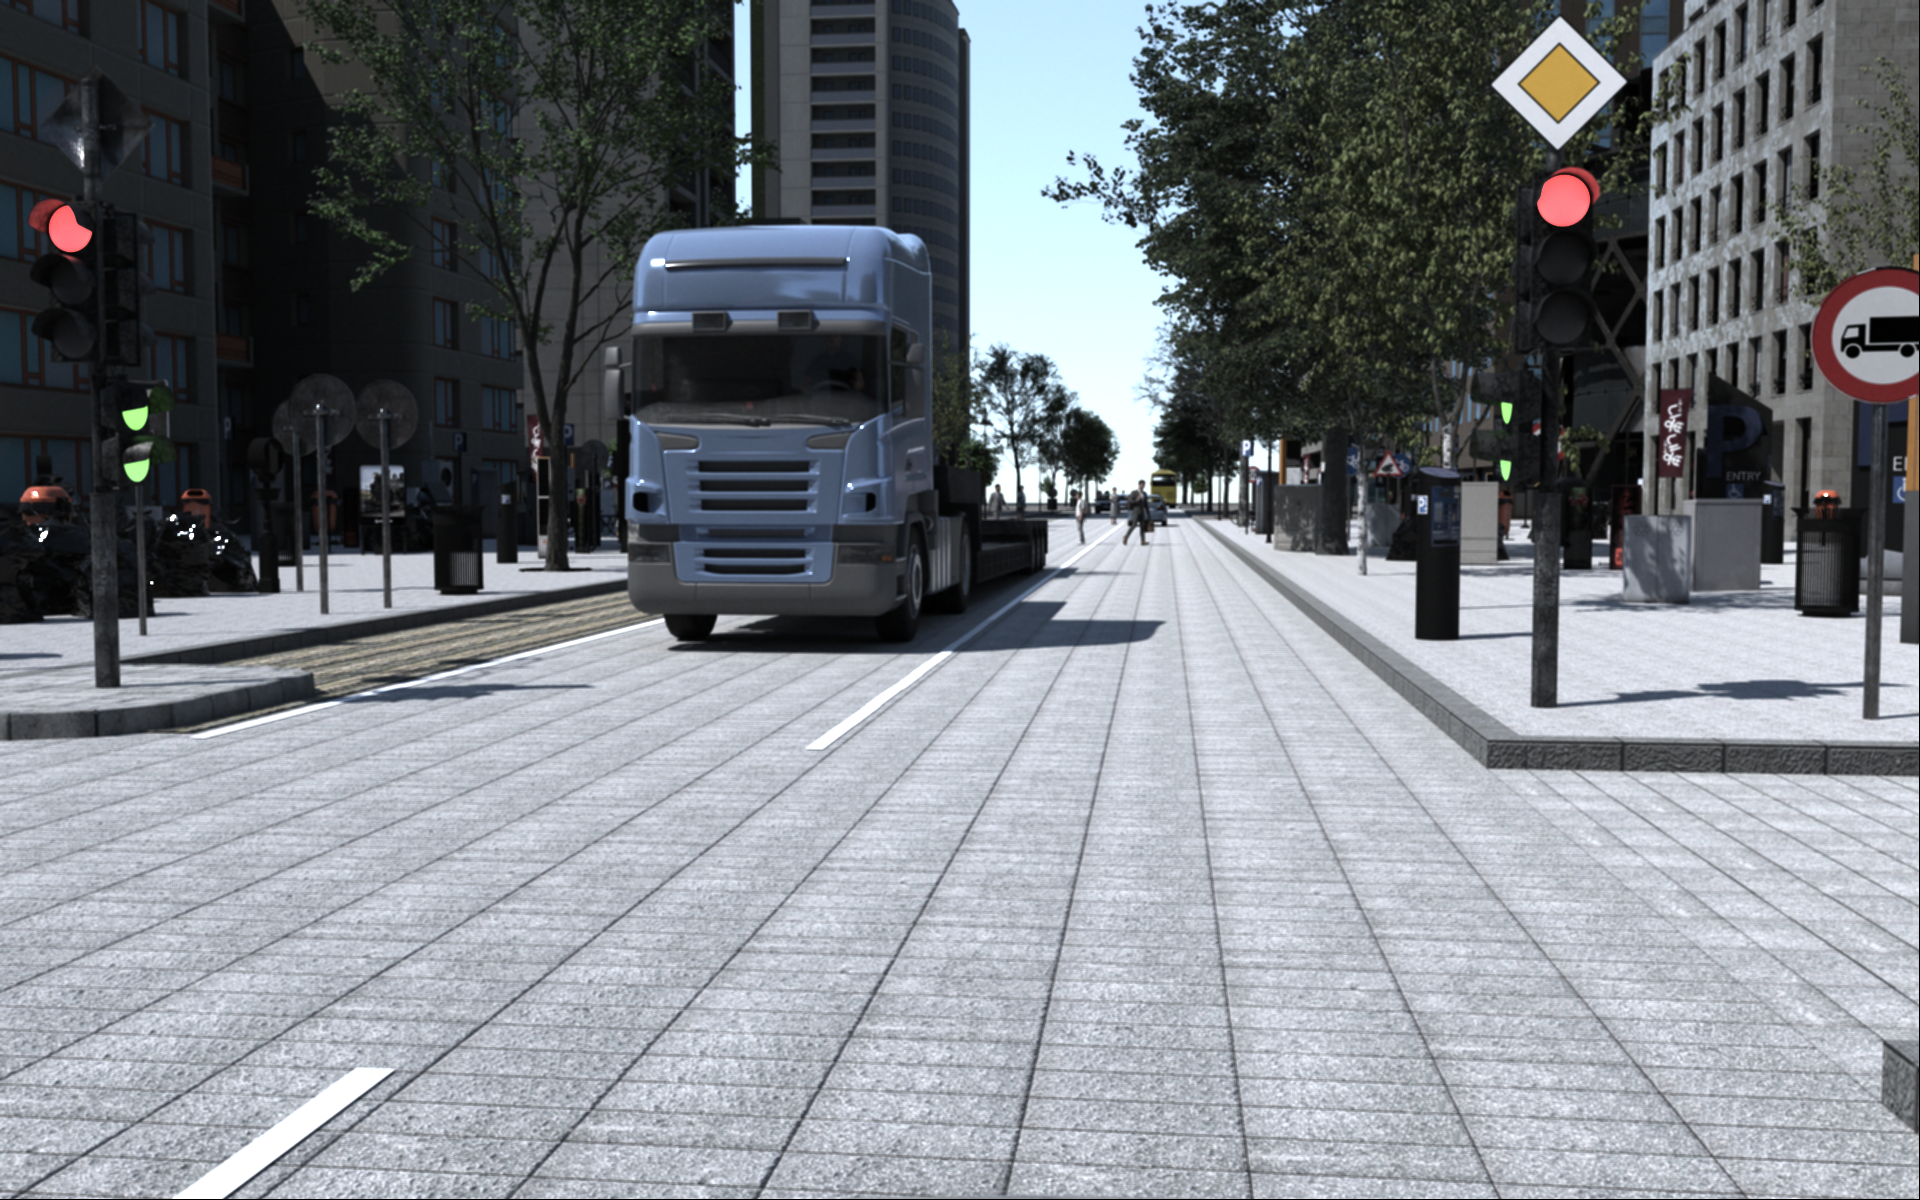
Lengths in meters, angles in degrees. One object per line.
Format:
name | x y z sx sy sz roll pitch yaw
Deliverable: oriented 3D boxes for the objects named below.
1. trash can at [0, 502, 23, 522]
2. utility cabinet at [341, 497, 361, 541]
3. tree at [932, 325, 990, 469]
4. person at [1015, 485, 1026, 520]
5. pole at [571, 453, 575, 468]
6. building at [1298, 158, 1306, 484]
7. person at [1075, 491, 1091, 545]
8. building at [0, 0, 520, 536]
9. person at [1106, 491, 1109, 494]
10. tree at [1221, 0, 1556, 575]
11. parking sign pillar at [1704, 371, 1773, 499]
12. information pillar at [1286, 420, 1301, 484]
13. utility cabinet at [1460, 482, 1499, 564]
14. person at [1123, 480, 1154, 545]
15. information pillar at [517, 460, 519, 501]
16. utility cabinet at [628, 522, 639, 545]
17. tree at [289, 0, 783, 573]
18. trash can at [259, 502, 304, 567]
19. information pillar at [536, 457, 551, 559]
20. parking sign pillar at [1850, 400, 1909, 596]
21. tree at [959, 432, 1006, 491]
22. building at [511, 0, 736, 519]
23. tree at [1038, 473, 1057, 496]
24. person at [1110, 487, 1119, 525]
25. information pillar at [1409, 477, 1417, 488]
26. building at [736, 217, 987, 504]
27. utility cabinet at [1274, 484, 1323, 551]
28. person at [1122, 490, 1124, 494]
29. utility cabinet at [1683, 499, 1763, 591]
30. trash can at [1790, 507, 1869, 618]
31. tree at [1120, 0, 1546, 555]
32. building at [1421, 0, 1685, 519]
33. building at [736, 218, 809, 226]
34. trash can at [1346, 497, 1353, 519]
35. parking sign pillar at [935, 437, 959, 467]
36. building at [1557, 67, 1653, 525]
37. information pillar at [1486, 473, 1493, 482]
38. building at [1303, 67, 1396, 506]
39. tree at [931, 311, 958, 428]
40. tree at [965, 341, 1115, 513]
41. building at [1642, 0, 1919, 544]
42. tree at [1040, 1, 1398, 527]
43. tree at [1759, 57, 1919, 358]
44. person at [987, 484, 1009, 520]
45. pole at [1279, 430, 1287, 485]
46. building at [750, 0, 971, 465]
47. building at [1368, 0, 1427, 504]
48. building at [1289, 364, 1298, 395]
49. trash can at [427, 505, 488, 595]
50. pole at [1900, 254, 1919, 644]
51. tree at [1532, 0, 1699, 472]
trash can | -16.542 -1.146 30.392 0.748 1.137 0.748 0 3 0
utility cabinet | -16.699 -2.222 47.491 0.306 1.237 1.020 -2 4 -33
tree | -0.543 -7.600 74.630 4.737 8.622 4.395 0 3 0
person | 2.725 -4.230 77.678 0.581 1.822 0.654 -3 5 -43
pole | -19.234 -5.647 86.172 0.158 3.312 0.155 0 3 0
building | 53.528 -36.109 214.077 21.300 48.544 21.600 0 4 7
person | 3.443 -2.335 49.268 0.523 1.515 0.503 -3 5 -41
building | -30.963 -12.459 48.750 27.650 21.520 28.899 0 4 7
person | 16.824 -11.524 196.931 1.348 1.822 0.705 2 4 28
tree | 6.234 -4.682 26.906 4.737 8.622 4.395 0 3 0
parking sign pillar | 16.904 -3.008 37.659 1.447 3.967 1.447 2 4 34
information pillar | 10.335 -3.820 53.816 0.504 3.616 0.183 1 4 23
utility cabinet | 9.129 -1.388 31.371 1.173 1.500 0.318 1 4 17
person | 4.994 -2.446 48.461 0.622 1.834 0.822 -3 5 -42
information pillar | -19.245 -5.105 74.829 0.183 3.616 0.504 1 4 17
utility cabinet | -5.683 -1.434 32.128 0.318 1.500 1.173 2 4 28
tree | -6.764 -6.273 28.322 9.928 11.665 9.643 0 3 0
trash can | -12.045 -1.170 30.784 0.748 1.137 0.748 0 3 0
information pillar | -8.217 -1.835 34.488 0.304 2.012 0.304 1 4 12
parking sign pillar | 12.176 -2.062 22.190 1.447 3.967 1.447 2 4 32
tree | 0.777 -6.588 91.425 4.285 4.588 4.351 0 3 0
building | -21.745 -40.349 97.960 20.563 71.187 20.611 0 4 7
tree | 7.695 -9.775 154.427 1.663 3.219 1.824 0 3 0
person | 7.242 -4.383 80.726 0.480 1.755 0.524 -3 4 -37
information pillar | 19.363 -4.256 74.075 0.304 2.012 0.304 0 4 1
building | -13.245 -32.677 226.148 32.217 40.220 23.993 0 4 7
utility cabinet | 7.599 -1.847 38.872 0.318 1.500 1.173 -3 5 -41
person | 16.493 -10.163 174.657 0.705 1.826 1.348 2 4 34
utility cabinet | 10.122 -0.726 23.024 1.020 1.237 0.306 -1 4 -13
trash can | 9.099 -0.398 18.157 0.748 1.137 0.748 0 3 0
tree | 7.861 -7.928 36.283 9.857 13.997 8.962 0 3 0
building | 36.909 -27.966 107.351 14.600 45.320 14.200 0 4 7
building | -22.050 -17.092 124.489 27.650 21.520 28.899 0 4 7
trash can | 18.802 -4.450 84.409 0.748 1.137 0.748 0 3 0
parking sign pillar | -0.641 -5.661 81.033 1.447 3.967 1.447 3 5 43
building | 33.912 -12.623 73.837 16.820 18.784 16.811 0 4 7
information pillar | 18.609 -3.445 60.815 0.304 2.012 0.304 1 4 16
building | 50.417 -34.803 192.733 21.300 48.544 21.600 0 4 7
tree | -2.224 -7.041 65.475 4.360 8.622 3.978 0 3 0
tree | 3.890 -11.764 118.090 9.928 11.665 9.643 0 3 0
building | 28.360 -12.058 51.897 10.420 20.320 16.860 0 4 7
tree | 9.914 -12.971 67.966 12.611 20.169 13.585 0 3 0
tree | 15.465 -4.743 27.904 4.737 8.622 4.395 0 3 0
person | 1.331 -3.270 62.231 0.678 1.792 0.850 -2 4 -32
pole | 9.270 -3.420 49.765 0.158 3.312 0.155 0 3 0
building | -10.818 -40.188 199.073 21.231 58.520 28.212 0 4 7
building | 43.204 -28.984 128.521 22.147 44.769 28.867 0 4 7
building | 51.375 -28.249 233.570 14.160 30.474 14.107 0 4 7
trash can | -6.431 -0.645 22.204 0.748 1.137 0.748 0 3 0
pole | 8.203 -1.281 14.789 0.158 3.312 0.155 0 3 0
tree | 5.464 -4.189 18.848 4.737 8.622 4.395 0 3 0
